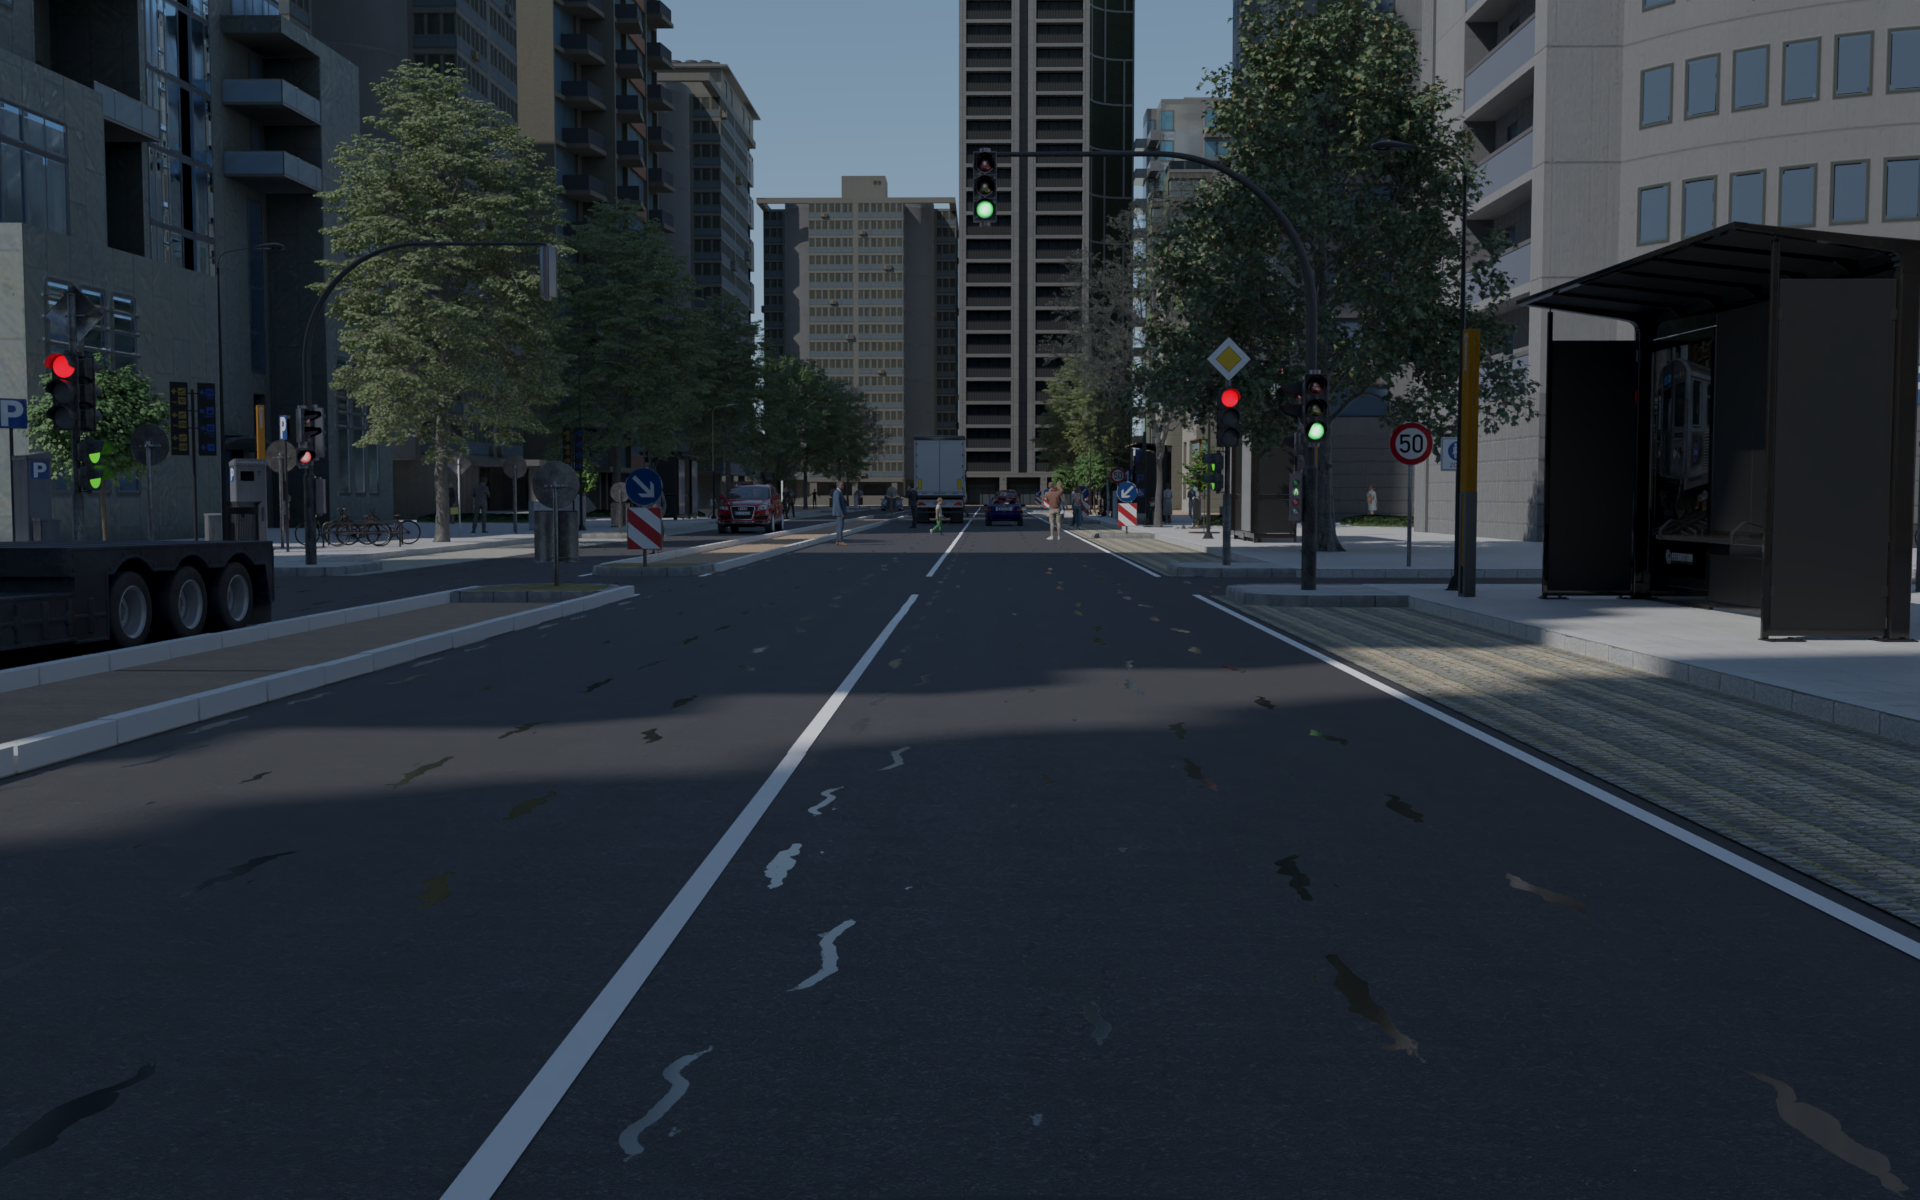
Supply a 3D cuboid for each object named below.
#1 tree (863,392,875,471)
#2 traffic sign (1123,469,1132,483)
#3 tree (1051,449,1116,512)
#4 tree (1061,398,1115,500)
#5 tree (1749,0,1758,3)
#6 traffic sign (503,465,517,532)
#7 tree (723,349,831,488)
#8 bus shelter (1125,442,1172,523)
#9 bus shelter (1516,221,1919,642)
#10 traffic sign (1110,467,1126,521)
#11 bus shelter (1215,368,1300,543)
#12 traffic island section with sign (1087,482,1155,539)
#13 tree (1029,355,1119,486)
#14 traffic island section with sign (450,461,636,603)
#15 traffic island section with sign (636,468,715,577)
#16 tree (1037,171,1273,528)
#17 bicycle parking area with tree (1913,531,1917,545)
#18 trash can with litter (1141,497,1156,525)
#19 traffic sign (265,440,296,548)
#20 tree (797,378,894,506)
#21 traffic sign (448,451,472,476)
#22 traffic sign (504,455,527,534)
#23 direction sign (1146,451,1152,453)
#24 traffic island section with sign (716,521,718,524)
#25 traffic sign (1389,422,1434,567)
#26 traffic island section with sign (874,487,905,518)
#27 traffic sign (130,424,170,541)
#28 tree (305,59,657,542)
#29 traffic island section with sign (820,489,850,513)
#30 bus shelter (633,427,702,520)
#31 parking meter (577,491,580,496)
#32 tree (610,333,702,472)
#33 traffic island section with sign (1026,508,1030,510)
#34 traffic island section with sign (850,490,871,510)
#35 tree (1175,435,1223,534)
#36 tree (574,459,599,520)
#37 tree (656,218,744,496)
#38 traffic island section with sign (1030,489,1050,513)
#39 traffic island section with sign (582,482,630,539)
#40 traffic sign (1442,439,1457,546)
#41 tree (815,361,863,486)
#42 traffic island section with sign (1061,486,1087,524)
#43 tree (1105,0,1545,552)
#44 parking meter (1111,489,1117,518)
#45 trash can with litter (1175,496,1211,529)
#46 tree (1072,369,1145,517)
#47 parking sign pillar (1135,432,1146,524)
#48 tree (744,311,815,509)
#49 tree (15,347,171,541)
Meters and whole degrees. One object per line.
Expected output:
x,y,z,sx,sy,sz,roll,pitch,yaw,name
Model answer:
-12.138,-15.429,170.394,7.486,12.596,7.792,0,3,0,tree
8.644,-5.407,88.512,0.768,2.556,0.104,1,4,9,traffic sign
9.467,-8.430,121.545,4.285,4.588,4.351,0,3,0,tree
9.964,-11.215,133.720,4.737,8.622,4.395,0,3,0,tree
6.688,-5.059,8.475,9.928,11.665,9.643,0,3,0,tree
-14.952,-3.545,58.064,0.768,2.556,0.104,1,4,8,traffic sign
-12.917,-11.960,121.296,9.928,11.665,9.643,0,3,0,tree
8.777,-5.474,80.785,1.731,3.624,6.357,0,4,1,bus shelter
7.567,-1.637,18.053,1.731,3.624,6.357,0,4,1,bus shelter
7.549,-5.062,82.875,0.768,2.556,0.104,0,4,2,traffic sign
8.581,-4.395,49.495,2.179,5.291,8.768,0,4,1,bus shelter
5.266,-2.916,56.303,1.989,1.847,2.006,0,4,1,traffic island section with sign
9.539,-13.700,142.128,7.486,12.596,7.792,0,3,0,tree
-5.670,-0.948,23.639,2.006,1.907,1.989,0,4,1,traffic island section with sign
-5.530,-1.401,31.045,2.006,1.907,1.989,0,4,1,traffic island section with sign
7.717,-9.534,66.248,12.009,13.543,11.850,0,3,0,tree
21.561,-2.961,35.410,9.016,4.147,8.231,-1,4,-9,bicycle parking area with tree
7.831,-3.667,71.349,0.624,1.170,1.055,-2,4,-31,trash can with litter
-16.036,-2.496,40.919,0.768,2.556,0.104,0,4,3,traffic sign
-11.827,-16.691,183.274,12.009,13.543,11.850,0,3,0,tree
-15.199,-3.229,52.533,0.795,2.593,0.064,0,4,5,traffic sign
-14.430,-3.431,56.209,0.768,2.556,0.104,0,4,3,traffic sign
9.644,-6.066,91.168,0.876,3.537,0.379,-1,4,-10,direction sign
-10.575,-4.551,83.043,1.989,1.847,2.006,0,4,1,traffic island section with sign
7.954,-1.866,30.609,0.768,2.556,0.104,0,4,5,traffic sign
-4.222,-5.996,106.172,2.006,1.907,1.989,0,4,1,traffic island section with sign
-14.674,-1.913,31.376,0.768,2.556,0.104,0,4,8,traffic sign
-13.694,-7.837,46.256,7.486,12.596,7.792,0,3,0,tree
-9.709,-7.621,133.237,1.989,1.847,2.006,0,4,1,traffic island section with sign
-14.600,-6.629,86.017,2.179,5.291,8.768,0,4,1,bus shelter
-14.737,-3.562,66.654,0.372,1.533,0.369,0,3,0,parking meter
-13.779,-7.800,77.887,4.360,8.622,3.978,0,3,0,tree
7.099,-9.279,160.345,1.989,1.847,2.006,0,4,1,traffic island section with sign
-9.229,-9.270,160.188,1.989,1.847,2.006,0,4,1,traffic island section with sign
7.835,-3.785,56.487,1.663,3.219,1.824,0,3,0,tree
-18.877,-5.633,86.697,1.663,3.219,1.824,0,3,0,tree
-12.865,-9.094,66.820,7.486,12.596,7.792,0,3,0,tree
6.618,-7.631,133.394,1.989,1.847,2.006,0,4,1,traffic island section with sign
-11.053,-2.903,56.093,1.989,1.847,2.006,0,4,1,traffic island section with sign
8.987,-1.786,31.332,0.606,2.300,0.079,0,4,5,traffic sign
-12.515,-13.847,144.532,7.486,12.596,7.792,0,3,0,tree
5.740,-4.573,83.390,1.989,1.847,2.006,0,4,1,traffic island section with sign
8.049,-7.434,38.547,9.611,12.733,9.660,0,3,0,tree
8.321,-5.191,93.290,0.372,1.533,0.369,0,3,0,parking meter
8.508,-3.248,64.156,1.678,1.210,2.233,2,4,34,trash can with litter
8.107,-8.810,94.405,4.360,8.622,3.978,0,3,0,tree
7.744,-5.238,74.111,1.447,3.967,1.447,0,4,8,parking sign pillar
-13.616,-11.031,98.489,7.486,12.596,7.792,0,3,0,tree
-19.296,-3.377,38.933,4.285,4.588,4.351,0,3,0,tree
